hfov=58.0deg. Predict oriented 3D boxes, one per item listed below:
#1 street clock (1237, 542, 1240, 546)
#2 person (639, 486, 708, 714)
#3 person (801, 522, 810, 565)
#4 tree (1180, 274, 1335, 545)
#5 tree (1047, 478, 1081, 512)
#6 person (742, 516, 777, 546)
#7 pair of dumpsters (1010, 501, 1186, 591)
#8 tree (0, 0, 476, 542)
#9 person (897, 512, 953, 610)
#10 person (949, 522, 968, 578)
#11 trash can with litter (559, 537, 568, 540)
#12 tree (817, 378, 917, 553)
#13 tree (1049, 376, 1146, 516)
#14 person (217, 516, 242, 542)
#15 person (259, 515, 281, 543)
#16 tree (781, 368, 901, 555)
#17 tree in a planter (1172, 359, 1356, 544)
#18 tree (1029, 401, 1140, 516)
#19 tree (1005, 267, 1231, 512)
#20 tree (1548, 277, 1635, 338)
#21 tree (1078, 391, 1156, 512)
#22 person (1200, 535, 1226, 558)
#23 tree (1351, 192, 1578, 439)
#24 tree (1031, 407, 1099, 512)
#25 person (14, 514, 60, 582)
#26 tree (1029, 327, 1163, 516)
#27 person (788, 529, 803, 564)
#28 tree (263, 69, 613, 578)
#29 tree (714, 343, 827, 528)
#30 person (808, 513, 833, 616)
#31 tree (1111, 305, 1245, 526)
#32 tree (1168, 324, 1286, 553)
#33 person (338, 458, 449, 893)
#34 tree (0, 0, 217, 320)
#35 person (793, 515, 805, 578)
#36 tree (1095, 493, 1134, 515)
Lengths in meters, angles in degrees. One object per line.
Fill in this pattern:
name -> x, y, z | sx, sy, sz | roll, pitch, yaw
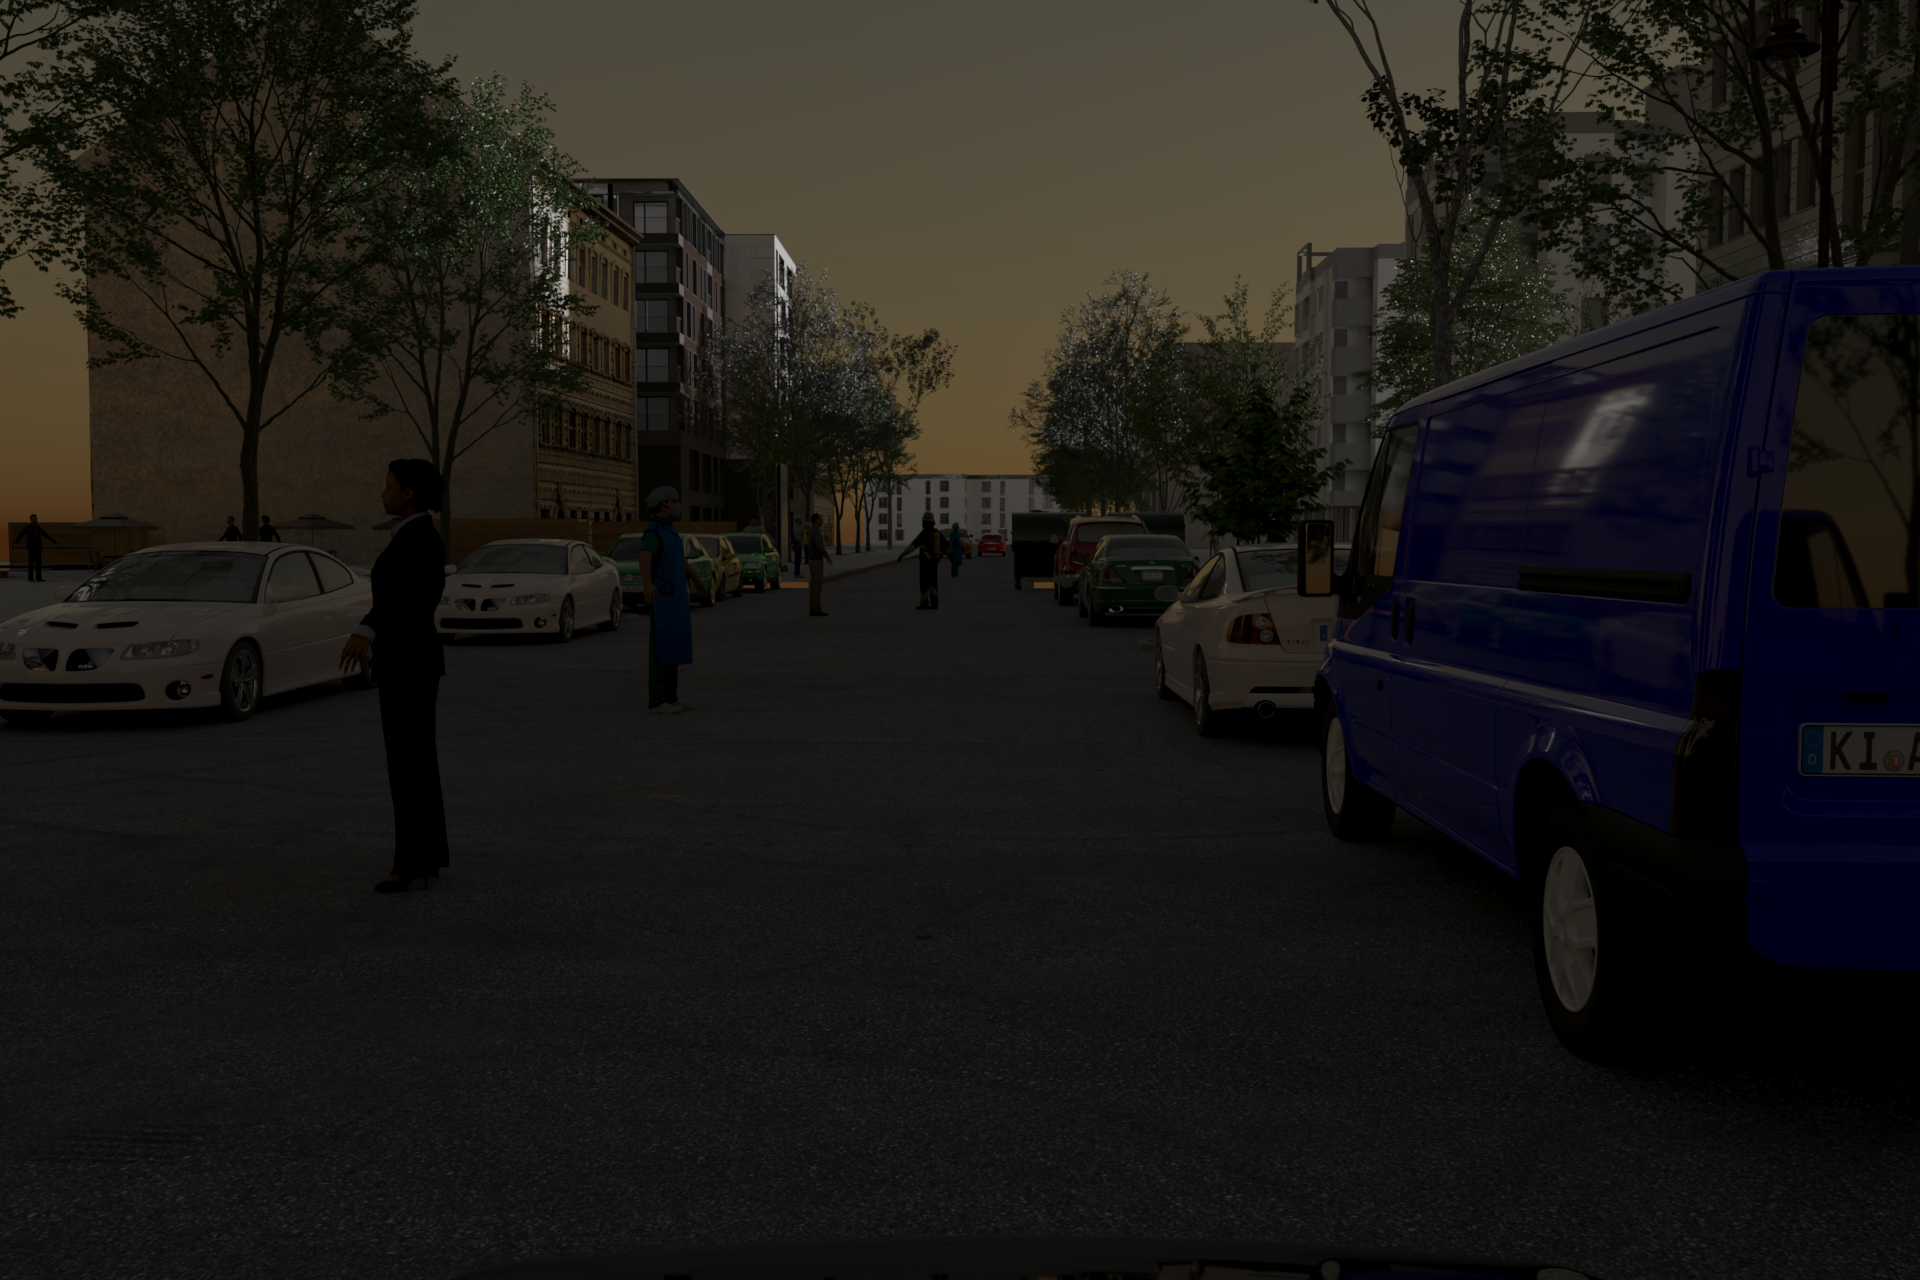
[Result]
street clock -> 6.931, -2.361, 43.170 | 0.358, 2.002, 0.471 | 0, 4, 1
person -> -2.341, -0.328, 13.941 | 0.704, 1.817, 1.347 | 1, 4, 9
person -> -6.413, -3.980, 71.538 | 0.721, 1.772, 1.216 | -1, 4, -22
tree -> 8.534, -6.096, 50.033 | 4.737, 8.622, 4.395 | 0, 3, 0
tree -> 9.191, -11.824, 143.691 | 4.737, 8.622, 4.395 | 0, 3, 0
person -> -5.988, -2.700, 50.329 | 1.347, 1.806, 0.705 | 0, 4, -5
pair of dumpsters -> 3.503, -2.405, 44.269 | 4.436, 2.255, 1.574 | 0, 4, 1
tree -> -11.584, -6.270, 28.271 | 9.928, 11.665, 9.643 | 0, 3, 0
person -> -0.612, -1.508, 32.891 | 1.354, 1.856, 0.705 | -3, 5, -42
person -> -0.113, -2.965, 57.069 | 0.704, 1.817, 1.347 | -2, 4, -23
trash can with litter -> -8.933, -1.758, 39.798 | 1.678, 1.210, 2.233 | 0, 4, 2
tree -> -6.802, -11.624, 115.809 | 9.928, 11.665, 9.643 | 0, 3, 0
tree -> 9.354, -12.450, 121.692 | 7.486, 12.596, 7.792 | 0, 3, 0
person -> -21.199, -2.699, 50.352 | 1.346, 1.802, 0.704 | 3, 4, 36
person -> -19.293, -2.564, 48.103 | 0.705, 1.806, 1.347 | 1, 4, 21
tree -> -7.326, -10.965, 105.026 | 9.928, 11.665, 9.643 | 0, 3, 0
tree in a planter -> 3.064, -1.254, 17.718 | 1.991, 3.239, 1.994 | 0, 4, 1
tree -> 7.799, -10.625, 108.137 | 7.601, 10.594, 8.767 | 0, 4, -2
tree -> 7.305, -10.310, 78.940 | 12.009, 13.543, 11.850 | 0, 3, 0
tree -> 18.361, -6.017, 48.735 | 4.737, 8.622, 4.395 | 0, 3, 0
tree -> 7.972, -8.498, 89.304 | 4.360, 8.622, 3.978 | 0, 3, 0
person -> 12.172, -4.683, 83.366 | 1.217, 1.733, 0.721 | 0, 4, 4
tree -> 17.001, -8.577, 58.357 | 7.486, 12.596, 7.792 | 0, 3, 0
tree -> 9.214, -12.697, 133.354 | 9.928, 11.665, 9.643 | 0, 3, 0
person -> -24.777, -2.467, 46.405 | 0.705, 1.821, 1.348 | 2, 4, 25
tree -> 7.558, -10.847, 95.474 | 7.486, 12.596, 7.792 | 0, 3, 0
person -> -7.036, -4.212, 75.000 | 0.704, 1.812, 1.346 | 1, 4, 21
tree -> -11.777, -6.944, 39.283 | 9.928, 11.665, 9.643 | 0, 3, 0
tree -> -7.483, -7.185, 67.841 | 4.737, 8.622, 4.395 | 0, 3, 0
person -> -2.487, -1.321, 30.334 | 0.705, 1.796, 1.348 | -1, 4, -17
tree -> 6.783, -6.441, 55.674 | 4.737, 8.622, 4.395 | 0, 3, 0
tree -> 9.433, -6.806, 61.645 | 4.737, 8.622, 4.395 | 0, 3, 0
person -> -2.310, 0.131, 7.043 | 0.721, 1.740, 1.216 | 0, 4, -6
tree -> -11.796, -5.682, 18.650 | 9.928, 11.665, 9.643 | 0, 3, 0
person -> -4.681, -2.721, 50.350 | 0.705, 1.847, 1.347 | -1, 4, -11
tree -> 22.732, -20.128, 239.454 | 12.009, 13.543, 11.850 | 0, 3, 0
